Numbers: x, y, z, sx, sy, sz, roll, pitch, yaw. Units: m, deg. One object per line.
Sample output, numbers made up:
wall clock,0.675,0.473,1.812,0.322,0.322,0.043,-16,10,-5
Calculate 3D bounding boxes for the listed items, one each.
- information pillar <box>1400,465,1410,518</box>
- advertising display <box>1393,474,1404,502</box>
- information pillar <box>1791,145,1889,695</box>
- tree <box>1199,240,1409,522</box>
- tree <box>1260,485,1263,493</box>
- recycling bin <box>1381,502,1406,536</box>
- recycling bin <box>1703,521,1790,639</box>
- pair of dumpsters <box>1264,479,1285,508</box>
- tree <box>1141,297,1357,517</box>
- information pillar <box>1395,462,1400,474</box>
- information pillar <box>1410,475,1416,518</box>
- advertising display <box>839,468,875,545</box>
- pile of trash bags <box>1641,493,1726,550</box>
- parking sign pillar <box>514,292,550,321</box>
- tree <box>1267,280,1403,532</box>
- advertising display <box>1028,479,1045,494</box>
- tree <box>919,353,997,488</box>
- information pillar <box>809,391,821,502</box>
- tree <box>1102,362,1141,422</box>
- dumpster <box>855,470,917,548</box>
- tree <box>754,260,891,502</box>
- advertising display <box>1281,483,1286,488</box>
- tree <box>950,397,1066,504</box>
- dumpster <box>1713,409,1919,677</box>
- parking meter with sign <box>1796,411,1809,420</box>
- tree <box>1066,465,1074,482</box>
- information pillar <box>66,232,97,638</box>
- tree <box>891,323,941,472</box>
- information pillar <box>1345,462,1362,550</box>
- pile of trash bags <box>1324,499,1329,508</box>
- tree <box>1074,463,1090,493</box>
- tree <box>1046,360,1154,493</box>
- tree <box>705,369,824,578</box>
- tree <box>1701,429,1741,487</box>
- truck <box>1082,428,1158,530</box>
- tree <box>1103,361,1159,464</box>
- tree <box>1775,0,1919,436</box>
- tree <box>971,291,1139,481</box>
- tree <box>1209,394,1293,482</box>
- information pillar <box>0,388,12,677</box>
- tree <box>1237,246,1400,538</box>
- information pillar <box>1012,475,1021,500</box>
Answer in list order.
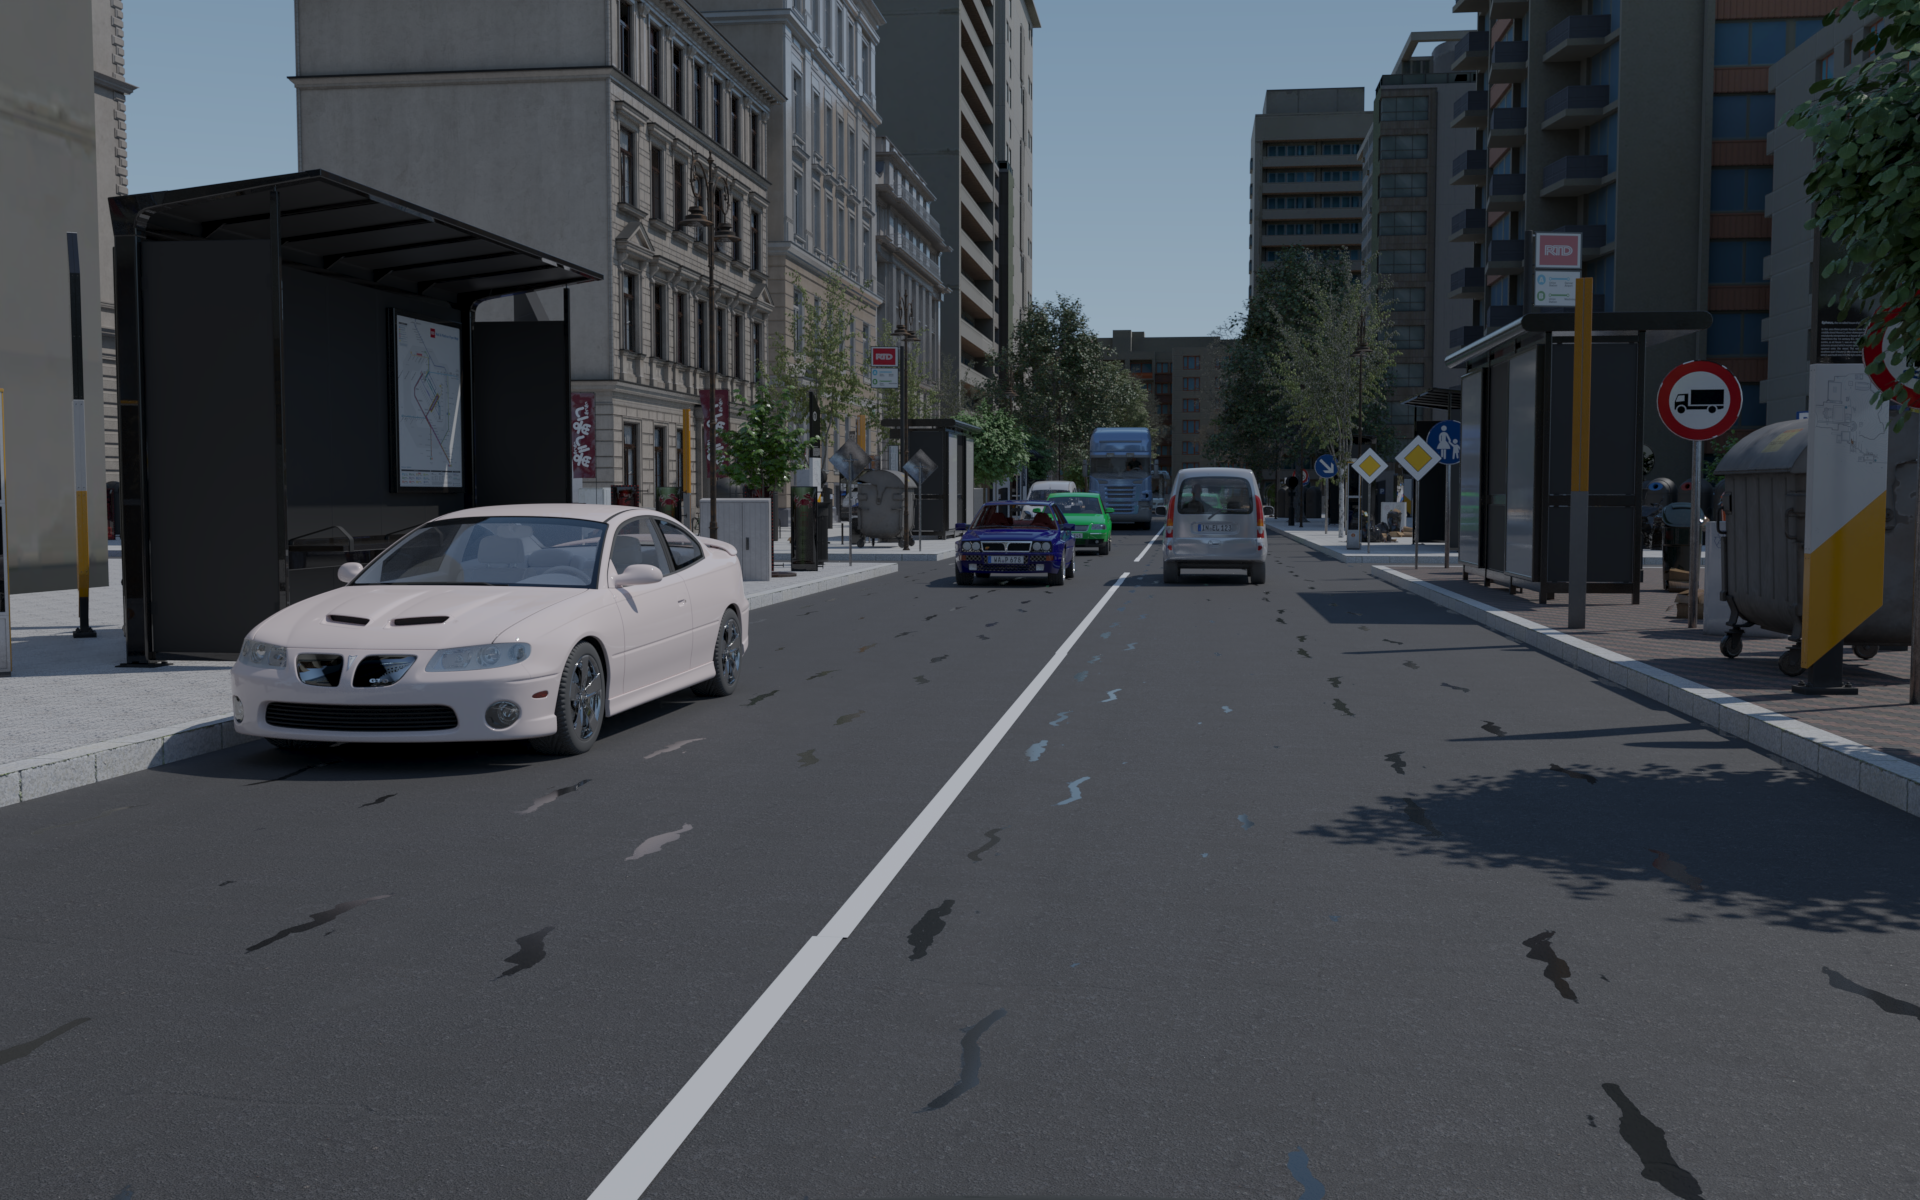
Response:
information pillar,24.405,-6.307,94.471,0.504,3.616,0.183,1,4,19
advertising display,14.007,-3.065,55.323,0.123,1.923,0.974,2,4,27
information pillar,5.648,-1.204,11.038,0.504,3.616,0.183,0,4,0
tree,15.483,-9.867,78.332,9.611,12.733,9.660,0,3,0
tree,25.500,-9.443,148.992,1.663,3.219,1.824,0,3,0
recycling bin,13.377,-2.500,53.427,0.722,1.027,0.722,1,4,18
recycling bin,7.260,-0.199,15.804,0.722,1.027,0.722,3,4,38
pair of dumpsters,20.084,-6.545,109.503,1.574,2.255,4.437,0,4,8
tree,17.577,-11.303,95.176,12.009,13.543,11.850,0,3,0
information pillar,28.001,-7.292,110.581,0.504,3.616,0.183,2,4,33
information pillar,18.896,-4.900,71.469,0.183,3.616,0.504,-1,4,-12
advertising display,-2.597,-2.365,43.877,0.974,1.923,0.123,1,4,22
pile of trash bags,16.315,-1.848,39.975,3.447,1.369,1.912,1,4,17
parking sign pillar,-5.055,-1.935,20.112,1.447,3.967,1.447,-2,4,-29
tree,12.764,-6.637,58.877,4.737,8.622,4.395,0,3,0
advertising display,3.201,-4.278,75.159,0.974,1.923,0.123,-1,4,-13
tree,-0.133,-8.521,89.677,4.360,8.622,3.978,0,3,0
information pillar,-3.330,-2.958,39.722,0.183,3.616,0.504,1,4,17
tree,14.812,-15.213,159.105,12.009,13.543,11.850,0,3,0
dumpster,-1.791,-2.207,41.835,1.264,1.857,1.865,0,4,8
tree,-4.514,-6.405,55.090,4.737,8.622,4.395,0,3,0
advertising display,19.821,-6.071,104.467,0.974,1.923,0.123,3,5,41
tree,0.822,-4.602,58.957,4.285,4.588,4.351,0,3,0
dumpster,6.443,-0.426,12.727,1.264,1.857,1.865,0,4,7
parking meter with sign,18.543,-2.465,36.561,1.738,3.016,0.543,-1,4,-14
tree,2.800,-5.865,79.605,4.285,4.588,4.351,0,3,0
information pillar,-7.838,-1.471,15.405,0.183,3.616,0.504,-2,4,-29
tree,-2.542,-7.436,71.945,4.737,8.622,4.395,0,3,0
information pillar,9.084,-2.164,39.881,0.304,2.012,0.304,1,4,21
pile of trash bags,20.652,-5.134,93.692,1.912,1.369,3.447,0,4,1
tree,8.474,-8.460,122.031,4.285,4.588,4.351,0,3,0
tree,8.257,-10.833,111.529,8.767,10.594,7.601,0,4,3
tree,-3.116,-1.984,27.047,1.663,3.219,1.824,0,3,0
tree,22.847,-3.463,51.218,1.663,3.219,1.824,0,3,0
truck,7.155,-5.282,76.123,2.967,4.110,18.799,0,4,6
tree,13.160,-13.986,146.791,7.486,12.596,7.792,0,3,0
tree,5.610,-1.498,8.199,4.285,4.588,4.351,0,3,0
tree,5.409,-11.078,98.138,9.611,12.733,9.660,0,3,0
tree,24.378,-13.195,141.492,9.928,11.665,9.643,0,3,0
information pillar,-6.857,-0.466,12.107,0.304,2.012,0.304,-3,5,-41
tree,10.970,-6.128,50.557,4.360,8.622,3.978,0,3,0
information pillar,2.089,-3.727,65.421,0.304,2.012,0.304,2,4,28
